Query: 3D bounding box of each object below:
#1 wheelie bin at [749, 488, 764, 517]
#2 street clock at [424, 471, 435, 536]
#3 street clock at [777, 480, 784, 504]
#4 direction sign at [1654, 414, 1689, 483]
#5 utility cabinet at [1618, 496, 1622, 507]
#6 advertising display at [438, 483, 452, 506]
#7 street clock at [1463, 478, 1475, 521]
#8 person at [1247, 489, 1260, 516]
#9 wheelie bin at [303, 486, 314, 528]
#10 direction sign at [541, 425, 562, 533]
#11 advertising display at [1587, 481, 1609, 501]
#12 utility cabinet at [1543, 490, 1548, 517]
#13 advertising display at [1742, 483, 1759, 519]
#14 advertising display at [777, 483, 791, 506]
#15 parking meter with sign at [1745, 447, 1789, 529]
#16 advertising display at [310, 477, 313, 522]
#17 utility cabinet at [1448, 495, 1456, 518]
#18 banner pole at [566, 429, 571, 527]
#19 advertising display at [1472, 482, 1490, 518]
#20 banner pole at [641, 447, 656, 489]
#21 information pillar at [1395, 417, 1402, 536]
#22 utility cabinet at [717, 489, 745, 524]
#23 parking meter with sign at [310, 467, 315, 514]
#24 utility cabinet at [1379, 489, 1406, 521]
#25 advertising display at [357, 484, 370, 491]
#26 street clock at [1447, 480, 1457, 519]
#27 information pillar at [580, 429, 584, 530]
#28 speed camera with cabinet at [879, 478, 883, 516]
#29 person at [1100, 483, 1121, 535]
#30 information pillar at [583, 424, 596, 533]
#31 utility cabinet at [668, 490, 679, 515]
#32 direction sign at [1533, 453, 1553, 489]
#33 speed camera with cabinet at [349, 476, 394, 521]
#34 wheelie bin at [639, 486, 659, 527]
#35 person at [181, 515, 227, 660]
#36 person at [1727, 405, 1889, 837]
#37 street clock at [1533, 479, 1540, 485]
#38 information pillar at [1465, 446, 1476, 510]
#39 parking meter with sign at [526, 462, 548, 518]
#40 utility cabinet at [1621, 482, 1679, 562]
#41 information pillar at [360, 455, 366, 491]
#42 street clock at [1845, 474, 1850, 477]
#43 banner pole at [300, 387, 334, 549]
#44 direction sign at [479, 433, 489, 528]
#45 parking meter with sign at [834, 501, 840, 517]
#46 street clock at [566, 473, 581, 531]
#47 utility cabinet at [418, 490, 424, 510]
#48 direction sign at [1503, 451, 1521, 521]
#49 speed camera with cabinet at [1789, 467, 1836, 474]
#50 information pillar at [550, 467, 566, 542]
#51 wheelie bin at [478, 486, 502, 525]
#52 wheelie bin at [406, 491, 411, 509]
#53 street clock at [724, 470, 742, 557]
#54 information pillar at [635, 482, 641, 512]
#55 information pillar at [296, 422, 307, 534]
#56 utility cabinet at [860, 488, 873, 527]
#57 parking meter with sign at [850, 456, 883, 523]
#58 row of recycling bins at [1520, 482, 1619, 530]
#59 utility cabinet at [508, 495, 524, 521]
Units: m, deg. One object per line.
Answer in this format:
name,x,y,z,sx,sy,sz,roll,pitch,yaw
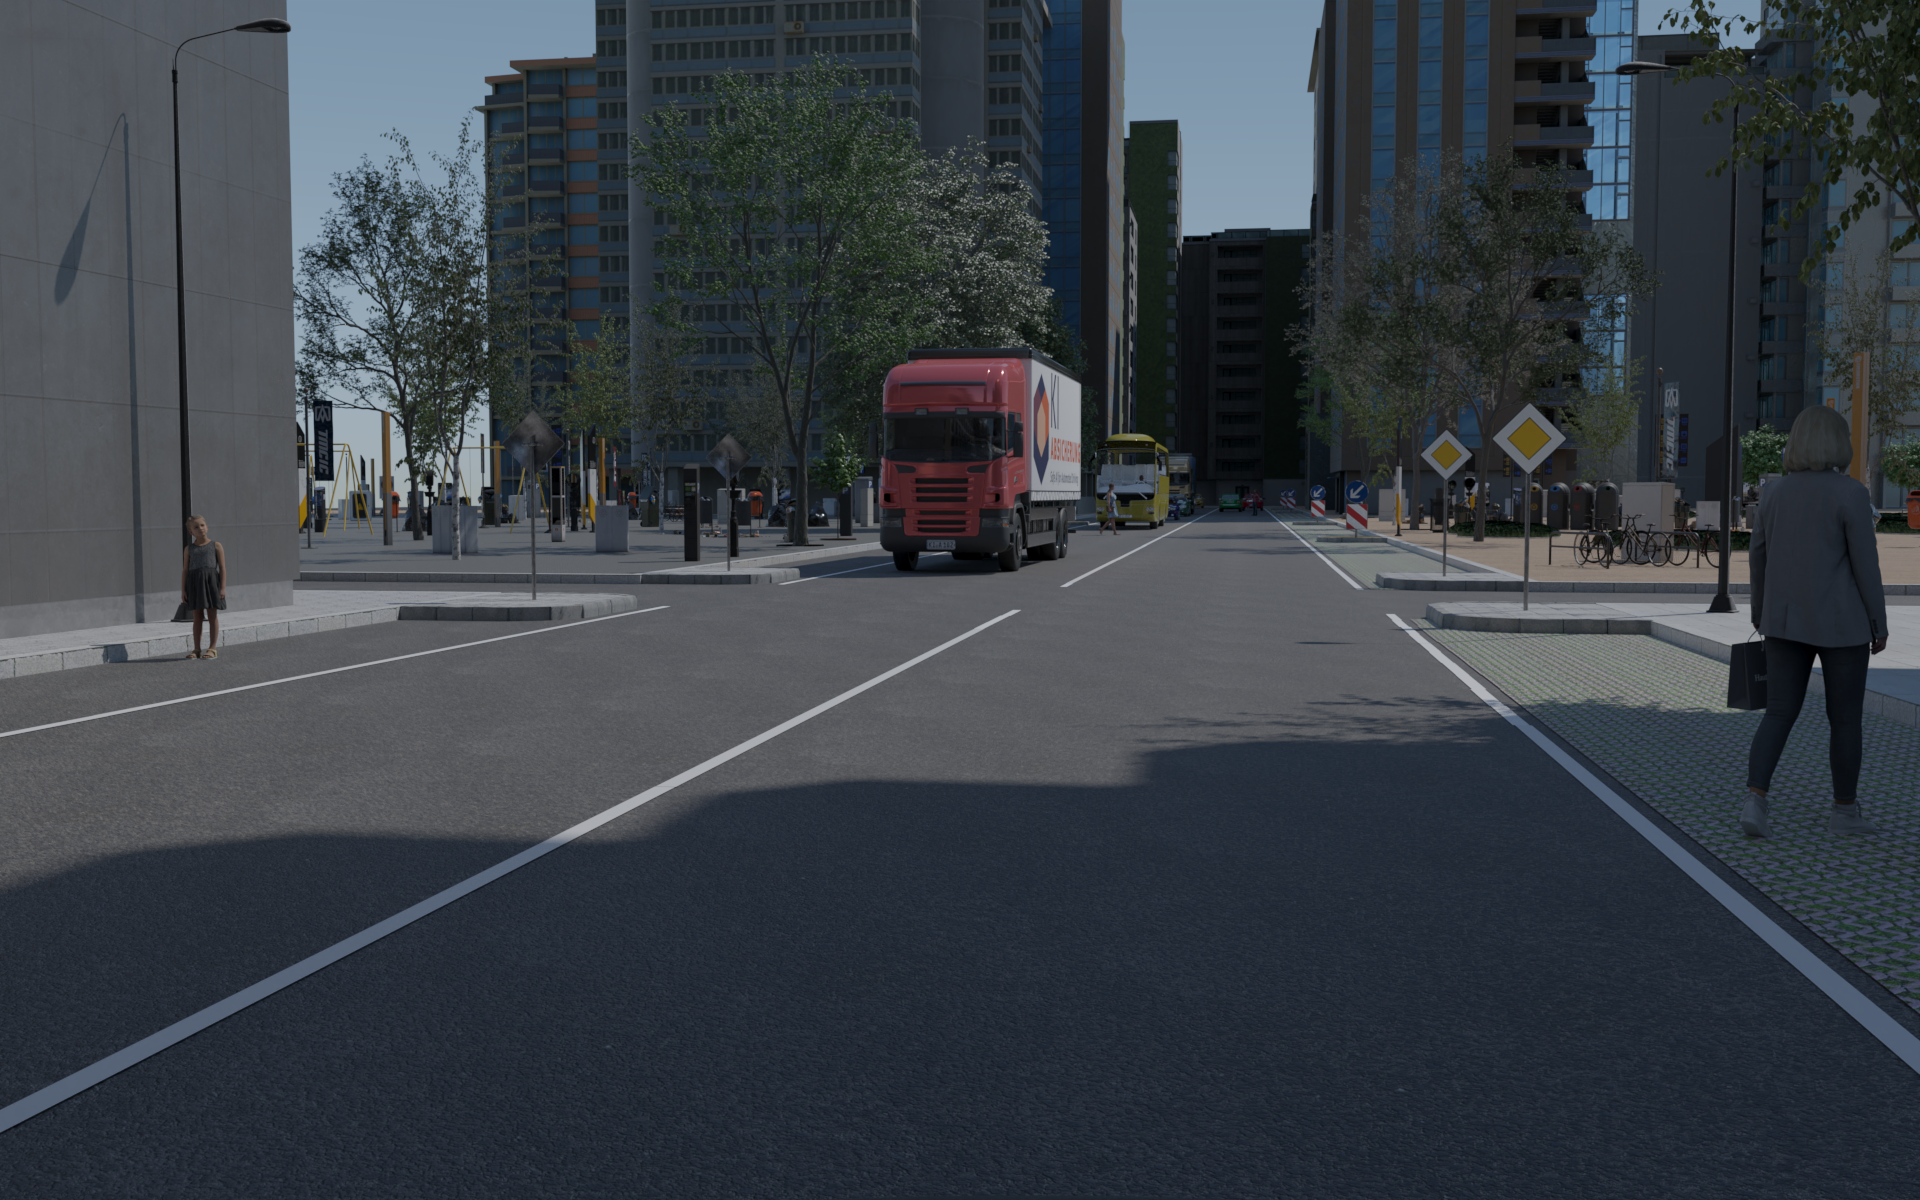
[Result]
wheelie bin,-11.551,-5.500,97.830,0.980,1.594,0.693,1,4,12
street clock,-16.361,-2.989,53.444,0.358,2.002,0.471,-1,4,-12
street clock,-9.365,-5.191,89.442,0.471,2.002,0.358,2,4,27
direction sign,20.113,-3.488,49.029,0.876,3.537,0.379,2,4,26
utility cabinet,28.723,-3.943,75.636,1.020,1.237,0.306,3,4,39
advertising display,-28.746,-5.597,96.730,0.123,1.923,0.974,2,4,31
street clock,22.309,-4.362,75.888,0.471,2.002,0.358,0,4,3
person,19.480,-6.451,114.701,0.721,1.743,1.217,-2,4,-31
wheelie bin,-24.710,-3.491,64.980,0.980,1.594,0.693,-2,4,-28
direction sign,-13.430,-3.952,56.616,0.876,3.537,0.379,0,4,1
advertising display,30.335,-4.721,82.408,0.974,1.923,0.123,0,4,7
utility cabinet,32.052,-5.191,93.559,1.173,1.500,0.318,2,4,34
advertising display,40.600,-5.113,88.818,0.974,1.923,0.123,0,4,7
advertising display,-10.746,-6.111,105.126,0.974,1.923,0.123,-2,4,-27
parking meter with sign,30.007,-4.157,64.227,1.738,3.016,0.543,-1,4,-18
advertising display,-25.139,-3.728,66.160,0.123,1.923,0.974,2,4,25
utility cabinet,26.112,-4.944,91.988,0.306,1.237,1.020,1,4,8
banner pole,-15.122,-4.706,66.959,0.401,3.779,0.863,0,4,-4
advertising display,27.983,-5.372,93.046,0.974,1.923,0.123,0,4,-7
banner pole,-16.653,-6.255,92.278,0.401,3.779,0.863,3,5,40
information pillar,13.287,-3.735,52.417,0.183,3.616,0.504,1,4,22
utility cabinet,-9.656,-3.939,73.081,1.173,1.500,0.318,1,4,21
parking meter with sign,-41.646,-6.952,109.930,1.738,3.016,0.543,2,4,32
utility cabinet,20.027,-4.380,80.284,1.173,1.500,0.318,1,4,10
advertising display,-38.011,-6.435,110.429,0.974,1.923,0.123,2,4,28
street clock,25.289,-5.174,89.159,0.471,2.002,0.358,-1,4,-17
information pillar,-13.624,-4.357,62.587,0.183,3.616,0.504,-1,4,-22
speed camera with cabinet,-3.696,-6.249,96.499,0.660,3.252,2.038,-3,5,-40
person,5.208,-3.158,60.232,0.778,1.811,0.616,2,4,23
information pillar,-12.201,-4.042,57.445,0.183,3.616,0.504,1,4,13
utility cabinet,-17.308,-5.874,104.717,0.318,1.500,1.173,1,4,10
direction sign,23.837,-4.825,70.882,0.379,3.537,0.876,-3,4,-39
speed camera with cabinet,-28.065,-5.398,82.589,2.038,3.252,0.660,-1,4,-22
wheelie bin,-12.066,-3.643,67.475,0.693,1.594,0.980,-3,5,-45
person,-6.572,-0.115,15.055,0.362,1.253,0.373,0,4,-4
person,3.504,0.086,7.272,0.728,1.800,0.709,-2,4,-30
street clock,26.985,-4.681,81.106,0.358,2.002,0.471,2,4,30
information pillar,24.764,-5.676,84.161,0.504,3.616,0.183,0,4,2
parking meter with sign,-23.091,-5.968,93.842,1.738,3.016,0.543,3,4,36
utility cabinet,13.055,-1.479,32.857,0.318,1.500,1.173,-1,4,-14
information pillar,-35.582,-6.845,103.262,0.183,3.616,0.504,1,4,9
street clock,31.566,-3.479,61.459,0.471,2.002,0.358,-2,4,-33
banner pole,-15.127,-3.104,40.768,0.863,3.779,0.401,0,4,1
direction sign,-17.853,-4.454,64.827,0.379,3.537,0.876,-1,4,-8
parking meter with sign,-6.351,-6.298,99.235,1.738,3.016,0.543,-2,4,-24
street clock,-13.358,-3.387,59.948,0.471,2.002,0.358,2,4,29
utility cabinet,-31.754,-5.694,101.770,0.318,1.500,1.173,0,4,-6
direction sign,25.250,-5.337,79.254,0.876,3.537,0.379,3,5,44
speed camera with cabinet,34.019,-4.568,69.019,0.660,3.252,2.038,-2,4,-24
information pillar,-10.751,-2.558,46.319,0.304,2.012,0.304,0,4,5
wheelie bin,-19.397,-3.891,71.528,0.980,1.594,0.693,-2,4,-23
wheelie bin,-33.805,-6.061,107.011,0.693,1.594,0.980,-2,4,-35
street clock,-4.613,-1.876,35.238,0.358,2.002,0.471,0,4,6
information pillar,-18.976,-5.969,102.085,0.304,2.012,0.304,1,4,11
information pillar,-21.375,-3.964,56.174,0.183,3.616,0.504,0,4,6
utility cabinet,-3.665,-3.622,67.893,0.318,1.500,1.173,0,4,7
parking meter with sign,-4.251,-4.900,76.373,1.738,3.016,0.543,2,4,24
row of recycling bins,21.896,-3.373,62.259,3.534,1.692,1.069,3,5,39
utility cabinet,-21.400,-4.423,83.484,0.306,1.237,1.020,-3,5,-41
